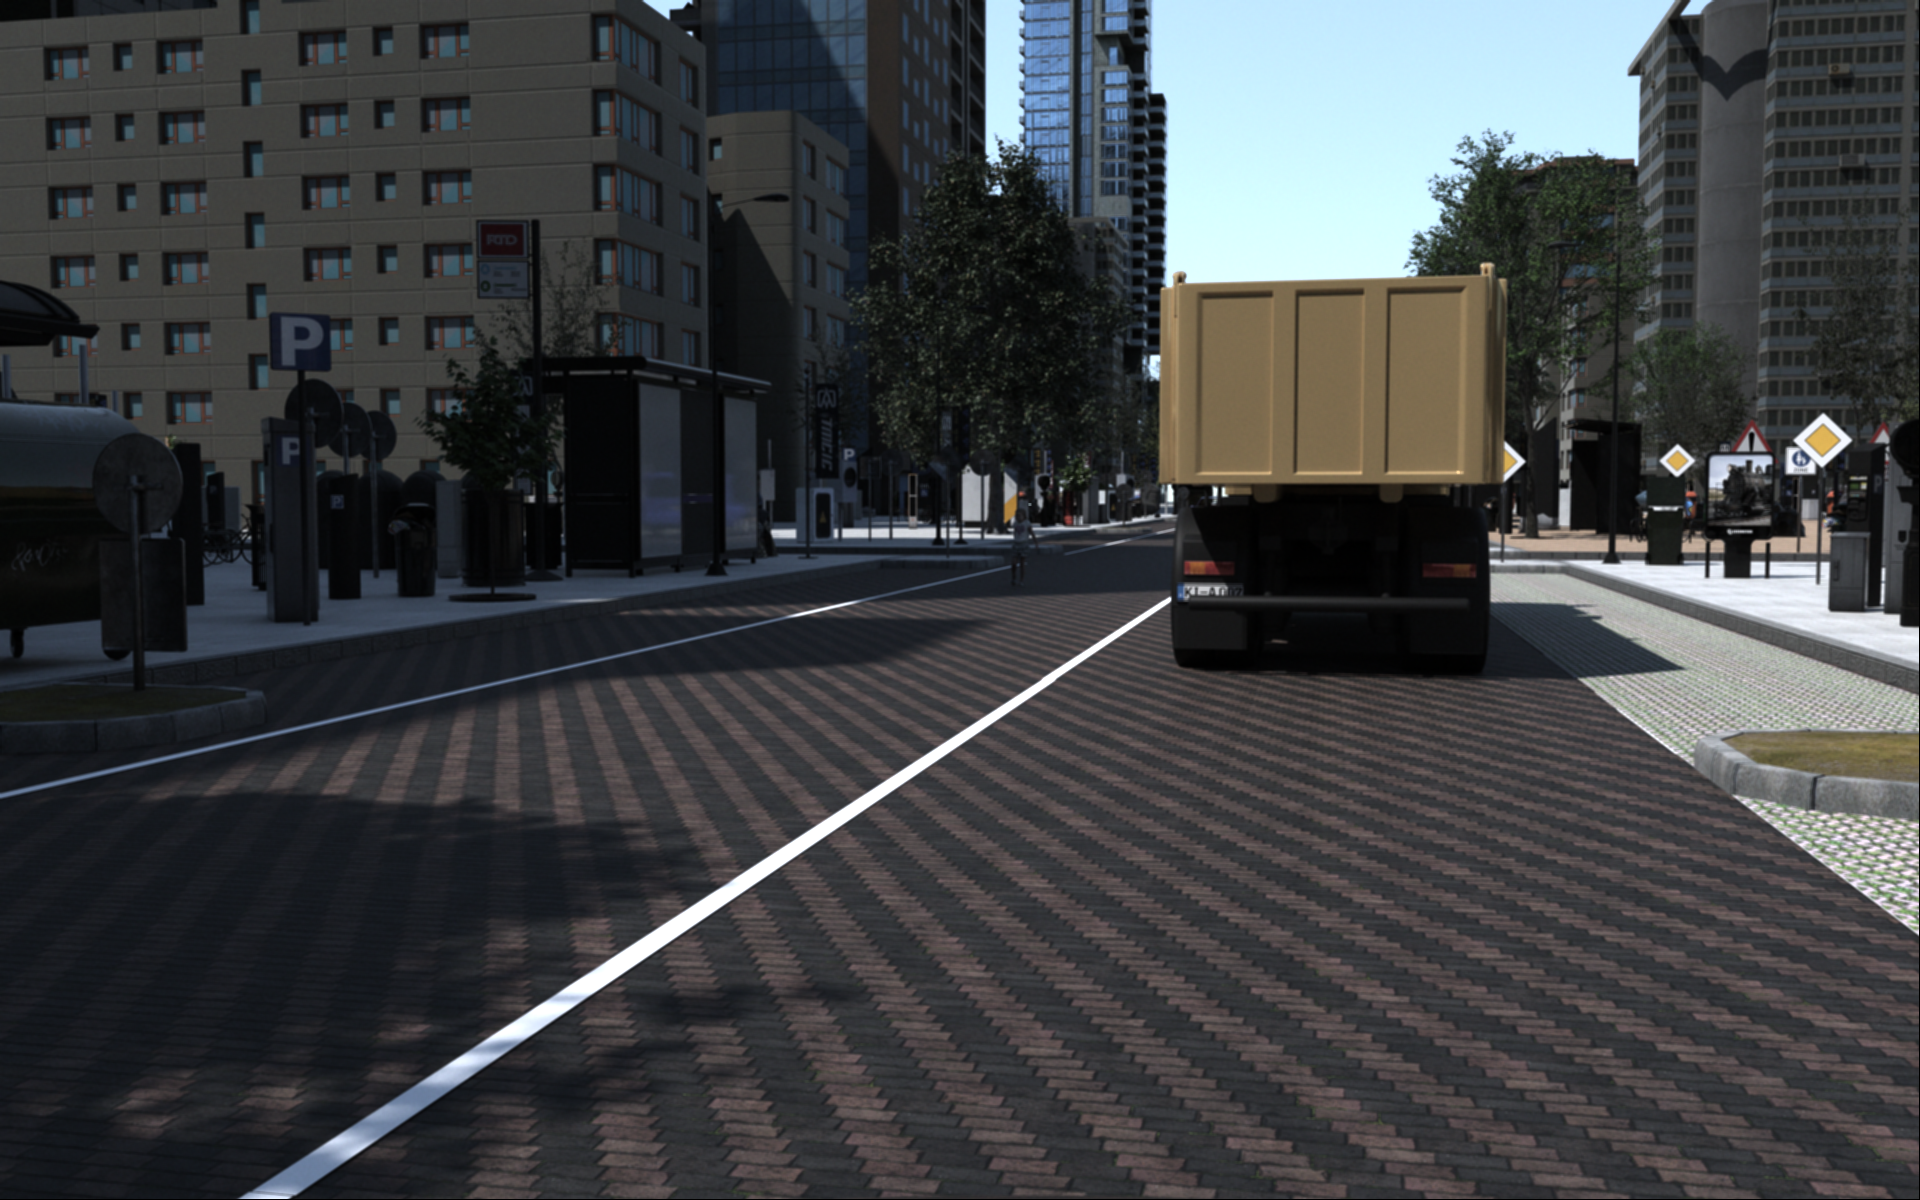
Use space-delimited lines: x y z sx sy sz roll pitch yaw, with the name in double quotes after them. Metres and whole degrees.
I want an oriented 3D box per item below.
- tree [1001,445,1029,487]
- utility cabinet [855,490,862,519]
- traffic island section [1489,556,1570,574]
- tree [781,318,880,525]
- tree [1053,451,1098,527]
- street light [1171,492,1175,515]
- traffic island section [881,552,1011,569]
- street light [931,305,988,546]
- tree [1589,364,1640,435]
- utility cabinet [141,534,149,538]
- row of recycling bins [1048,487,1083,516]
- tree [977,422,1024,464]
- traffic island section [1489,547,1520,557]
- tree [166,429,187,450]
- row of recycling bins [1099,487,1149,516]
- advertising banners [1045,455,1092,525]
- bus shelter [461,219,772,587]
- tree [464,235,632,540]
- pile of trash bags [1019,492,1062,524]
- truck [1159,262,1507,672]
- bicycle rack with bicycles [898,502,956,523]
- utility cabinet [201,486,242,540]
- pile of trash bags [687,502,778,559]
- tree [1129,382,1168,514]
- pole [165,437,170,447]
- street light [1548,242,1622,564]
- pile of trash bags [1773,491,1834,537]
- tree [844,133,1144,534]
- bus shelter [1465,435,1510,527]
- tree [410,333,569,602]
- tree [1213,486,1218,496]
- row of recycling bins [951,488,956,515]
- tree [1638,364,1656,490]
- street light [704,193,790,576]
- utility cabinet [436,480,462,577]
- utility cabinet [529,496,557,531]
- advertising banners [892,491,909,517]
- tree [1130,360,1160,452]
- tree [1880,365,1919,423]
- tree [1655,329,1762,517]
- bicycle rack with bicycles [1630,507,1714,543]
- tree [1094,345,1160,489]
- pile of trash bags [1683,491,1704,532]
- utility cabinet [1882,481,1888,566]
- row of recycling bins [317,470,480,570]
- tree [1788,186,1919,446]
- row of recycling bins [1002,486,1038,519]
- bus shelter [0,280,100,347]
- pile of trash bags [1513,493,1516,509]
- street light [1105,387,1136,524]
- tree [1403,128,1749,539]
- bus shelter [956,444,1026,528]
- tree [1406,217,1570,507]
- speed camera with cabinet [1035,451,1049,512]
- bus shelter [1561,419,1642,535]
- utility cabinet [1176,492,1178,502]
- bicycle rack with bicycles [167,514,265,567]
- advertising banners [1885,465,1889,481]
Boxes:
2.341 -7.089 99.622 4.285 4.588 4.351 0 3 0 "tree"
-5.078 -4.793 87.039 0.318 1.500 1.173 0 4 -1 "utility cabinet"
10.192 -0.624 32.485 2.009 0.180 2.903 1 4 12 "traffic island section"
-5.088 -7.419 71.661 4.360 8.622 3.978 0 3 0 "tree"
4.574 -4.461 67.531 1.663 3.219 1.824 0 3 0 "tree"
13.816 -8.229 107.084 1.470 5.913 1.316 1 4 12 "street light"
-0.264 -0.760 34.714 2.009 0.180 2.903 1 4 12 "traffic island section"
-0.009 -4.304 42.907 1.470 5.913 1.316 1 4 12 "street light"
37.403 -8.965 96.933 4.360 8.622 3.978 0 3 0 "tree"
-9.738 -0.547 20.099 0.306 1.237 1.020 0 4 -6 "utility cabinet"
5.749 -5.916 103.831 3.534 1.692 1.069 2 4 32 "row of recycling bins"
1.232 -8.476 88.939 4.360 8.622 3.978 0 3 0 "tree"
11.859 -1.102 40.295 2.009 0.180 2.903 1 4 12 "traffic island section"
-23.075 -3.446 50.948 1.663 3.219 1.824 0 3 0 "tree"
9.172 -5.705 100.394 3.534 1.692 1.069 0 4 0 "row of recycling bins"
4.410 -4.573 70.949 2.074 3.025 0.090 1 4 15 "advertising banners"
-5.455 -3.074 27.899 2.179 5.291 8.768 1 4 12 "bus shelter"
-11.354 -6.011 48.647 4.360 8.622 3.978 0 3 0 "tree"
3.201 -3.961 74.507 1.912 1.369 3.447 2 4 24 "pile of trash bags"
3.828 -1.332 17.710 3.469 3.379 9.791 1 4 13 "truck"
-1.324 -3.946 77.900 2.925 0.926 2.852 -3 5 -40 "bicycle rack with bicycles"
-20.325 -2.369 47.412 1.173 1.500 0.318 -1 4 -11 "utility cabinet"
-5.392 -1.577 35.530 3.447 1.369 1.912 1 4 21 "pile of trash bags"
12.968 -9.801 110.614 4.737 8.622 4.395 0 3 0 "tree"
-28.285 -4.169 61.999 0.158 3.312 0.155 0 3 0 "pole"
11.506 -3.632 31.922 1.470 5.913 1.316 1 4 12 "street light"
24.972 -2.605 52.349 3.447 1.369 1.912 1 4 10 "pile of trash bags"
1.094 -8.477 55.599 9.611 12.733 9.660 0 3 0 "tree"
20.314 -4.664 67.543 1.731 3.624 6.357 1 4 12 "bus shelter"
-5.543 -1.612 20.952 1.663 3.219 1.824 0 3 0 "tree"
23.778 -14.716 157.618 9.611 12.733 9.660 0 3 0 "tree"
1.101 -6.037 105.818 3.534 1.692 1.069 -1 4 -22 "row of recycling bins"
37.630 -8.502 89.371 4.360 8.622 3.978 0 3 0 "tree"
-3.315 -3.332 27.015 1.470 5.913 1.316 1 4 12 "street light"
-7.948 -1.118 26.951 0.318 1.500 1.173 -1 4 -11 "utility cabinet"
-13.704 -2.808 57.067 0.306 1.237 1.020 2 4 35 "utility cabinet"
-2.987 -6.292 99.068 2.074 3.025 0.090 -1 4 -17 "advertising banners"
17.754 -13.410 129.619 12.009 13.543 11.850 0 3 0 "tree"
53.138 -8.910 96.043 4.737 8.622 4.395 0 3 0 "tree"
33.908 -7.784 77.631 4.360 8.622 3.978 0 3 0 "tree"
19.147 -2.030 46.567 2.925 0.926 2.852 -2 4 -33 "bicycle rack with bicycles"
8.003 -8.227 84.880 4.360 8.622 3.978 0 3 0 "tree"
25.350 -3.096 60.377 1.912 1.369 3.447 1 4 17 "pile of trash bags"
16.321 -1.335 30.510 1.173 1.500 0.318 -3 4 -36 "utility cabinet"
-9.464 -1.377 29.634 3.534 1.692 1.069 1 4 10 "row of recycling bins"
21.835 -5.568 41.406 4.360 8.622 3.978 0 3 0 "tree"
1.834 -4.709 84.105 3.534 1.692 1.069 0 4 -4 "row of recycling bins"
-9.730 -1.229 14.017 2.014 3.302 5.546 1 4 12 "bus shelter"
27.629 -4.951 90.707 3.447 1.369 1.912 -1 4 -22 "pile of trash bags"
6.899 -6.270 75.060 1.470 5.913 1.316 1 4 12 "street light"
16.361 -7.579 49.677 9.928 11.665 9.643 0 3 0 "tree"
1.105 -4.516 67.764 2.014 3.302 5.546 1 4 12 "bus shelter"
23.092 -10.621 80.305 9.857 13.997 8.962 0 3 0 "tree"
3.831 -5.211 79.531 0.660 3.252 2.038 1 4 10 "speed camera with cabinet"
21.071 -4.024 57.067 1.731 3.624 6.357 1 4 12 "bus shelter"
14.768 -6.485 114.712 1.173 1.500 0.318 -1 4 -15 "utility cabinet"
-13.514 -1.075 30.957 2.852 0.926 2.925 2 4 35 "bicycle rack with bicycles"
36.910 -4.538 70.377 0.090 3.025 2.074 -3 5 -40 "advertising banners"
